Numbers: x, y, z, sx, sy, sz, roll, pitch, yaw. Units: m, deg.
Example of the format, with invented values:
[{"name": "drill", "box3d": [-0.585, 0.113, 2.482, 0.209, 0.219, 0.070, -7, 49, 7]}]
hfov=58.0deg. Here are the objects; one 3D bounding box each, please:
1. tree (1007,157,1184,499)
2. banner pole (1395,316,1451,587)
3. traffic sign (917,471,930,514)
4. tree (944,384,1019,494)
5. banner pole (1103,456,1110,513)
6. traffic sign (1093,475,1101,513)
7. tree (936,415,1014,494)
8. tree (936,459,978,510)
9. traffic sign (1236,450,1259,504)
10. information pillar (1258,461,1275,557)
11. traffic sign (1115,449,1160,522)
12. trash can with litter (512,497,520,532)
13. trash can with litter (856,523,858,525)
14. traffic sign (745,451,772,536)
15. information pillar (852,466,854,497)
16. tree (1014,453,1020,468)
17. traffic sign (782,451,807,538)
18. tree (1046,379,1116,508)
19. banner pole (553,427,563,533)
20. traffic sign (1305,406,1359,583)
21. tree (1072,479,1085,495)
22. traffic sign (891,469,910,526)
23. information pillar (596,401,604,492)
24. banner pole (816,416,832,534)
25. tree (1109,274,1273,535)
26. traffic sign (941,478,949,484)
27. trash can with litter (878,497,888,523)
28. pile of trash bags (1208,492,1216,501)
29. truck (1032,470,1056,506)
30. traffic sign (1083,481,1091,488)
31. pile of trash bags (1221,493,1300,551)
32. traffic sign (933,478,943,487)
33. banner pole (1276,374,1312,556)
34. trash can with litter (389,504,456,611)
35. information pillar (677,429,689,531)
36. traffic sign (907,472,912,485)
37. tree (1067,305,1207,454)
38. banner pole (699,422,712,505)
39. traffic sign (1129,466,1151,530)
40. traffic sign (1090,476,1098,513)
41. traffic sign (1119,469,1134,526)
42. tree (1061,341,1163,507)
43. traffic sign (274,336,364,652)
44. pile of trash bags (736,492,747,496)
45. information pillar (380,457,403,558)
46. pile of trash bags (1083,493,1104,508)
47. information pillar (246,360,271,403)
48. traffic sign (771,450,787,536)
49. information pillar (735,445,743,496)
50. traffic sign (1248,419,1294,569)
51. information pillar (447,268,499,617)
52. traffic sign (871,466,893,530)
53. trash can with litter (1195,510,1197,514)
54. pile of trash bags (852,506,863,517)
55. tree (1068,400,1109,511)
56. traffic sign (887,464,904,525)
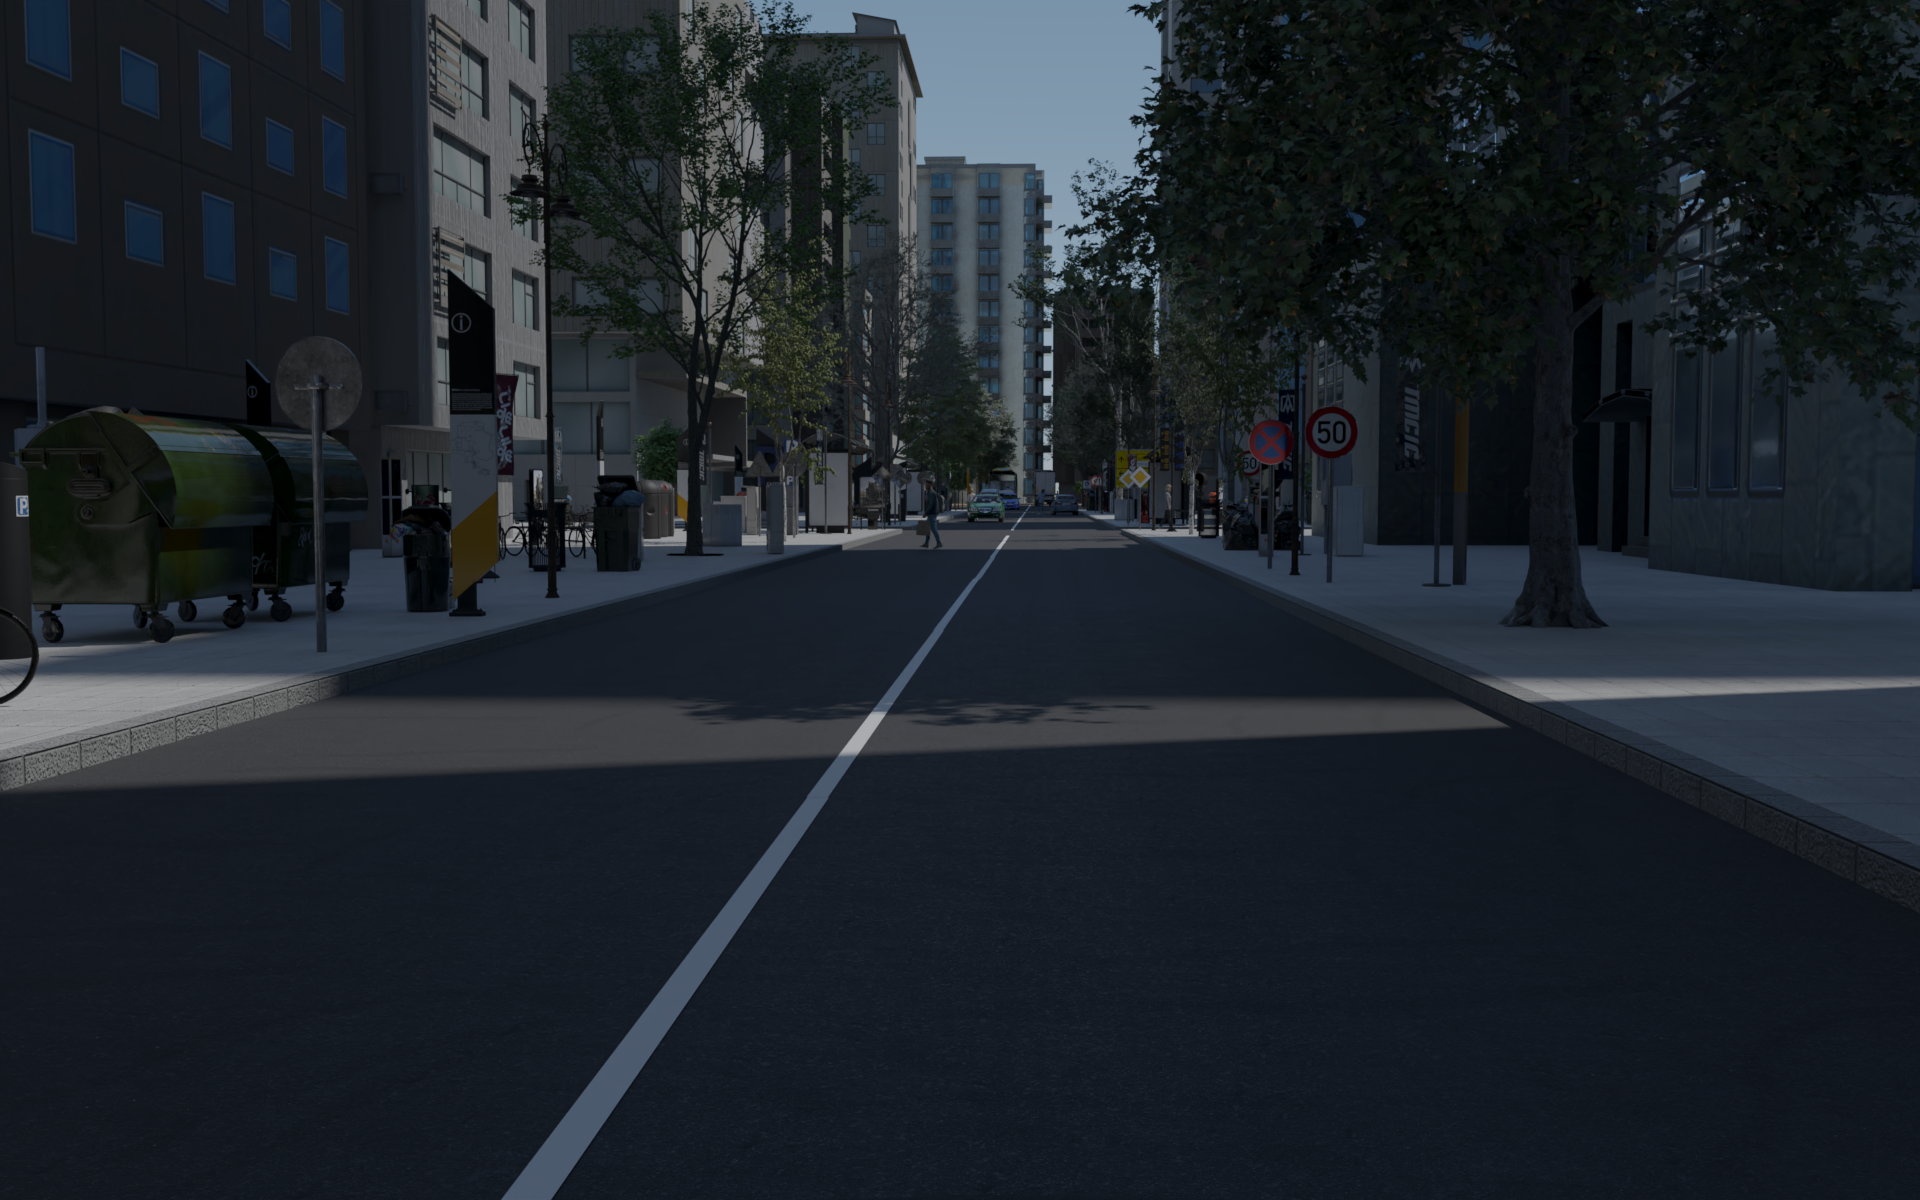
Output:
[{"name": "tree", "box3d": [8.049, -14.963, 100.542, 12.611, 20.169, 13.585, 0, 3, 0]}, {"name": "banner pole", "box3d": [6.444, -2.087, 24.134, 0.863, 3.779, 0.401, 2, 4, 35]}, {"name": "traffic sign", "box3d": [-2.044, -5.922, 96.934, 0.768, 2.556, 0.104, 0, 4, 7]}, {"name": "tree", "box3d": [2.295, -17.512, 192.974, 9.857, 13.997, 8.962, 0, 3, 0]}, {"name": "banner pole", "box3d": [9.691, -7.613, 114.494, 0.863, 3.779, 0.401, -2, 4, -35]}, {"name": "traffic sign", "box3d": [9.303, -7.061, 115.456, 0.884, 2.594, 0.081, 1, 4, 12]}, {"name": "tree", "box3d": [0.728, -14.906, 178.118, 7.601, 10.594, 8.767, 1, 4, 12]}, {"name": "tree", "box3d": [-0.084, -10.232, 151.009, 4.285, 4.588, 4.351, 0, 3, 0]}, {"name": "traffic sign", "box3d": [8.351, -3.055, 50.052, 0.768, 2.556, 0.104, 0, 4, 8]}, {"name": "information pillar", "box3d": [6.285, -1.897, 35.515, 0.304, 2.012, 0.304, 1, 4, 9]}, {"name": "traffic sign", "box3d": [8.203, -5.196, 78.834, 2.265, 3.308, 0.079, 0, 4, 4]}, {"name": "trash can with litter", "box3d": [-15.845, -2.880, 58.143, 2.233, 1.210, 1.678, 0, 4, 7]}, {"name": "trash can with litter", "box3d": [-5.102, -3.724, 71.951, 1.678, 1.210, 2.233, 0, 4, 7]}, {"name": "traffic sign", "box3d": [-6.067, -3.204, 52.386, 0.884, 2.594, 0.081, 0, 4, 7]}, {"name": "information pillar", "box3d": [-8.364, -8.802, 135.263, 0.504, 3.616, 0.183, -2, 4, -26]}, {"name": "tree", "box3d": [3.387, -17.325, 217.667, 8.767, 10.594, 7.601, 0, 4, 2]}, {"name": "traffic sign", "box3d": [-4.859, -3.093, 50.679, 0.768, 2.556, 0.104, 0, 4, 4]}, {"name": "tree", "box3d": [11.337, -14.077, 155.918, 9.928, 11.665, 9.643, 0, 3, 0]}, {"name": "banner pole", "box3d": [-13.287, -4.095, 56.970, 0.401, 3.779, 0.863, -3, 5, -45]}, {"name": "traffic sign", "box3d": [5.353, -1.524, 25.029, 0.768, 2.556, 0.104, 0, 4, 4]}, {"name": "tree", "box3d": [15.344, -13.875, 221.450, 1.663, 3.219, 1.824, 0, 3, 0]}, {"name": "traffic sign", "box3d": [-2.418, -4.061, 70.032, 0.795, 2.450, 0.064, 0, 4, 3]}, {"name": "information pillar", "box3d": [-8.977, -3.175, 43.258, 0.183, 3.616, 0.504, 0, 3, 0]}, {"name": "banner pole", "box3d": [-4.440, -4.026, 55.839, 0.401, 3.779, 0.863, -2, 4, -32]}, {"name": "tree", "box3d": [7.552, -6.380, 54.668, 4.360, 8.622, 3.978, 0, 3, 0]}, {"name": "traffic sign", "box3d": [-1.244, -8.364, 136.865, 0.768, 2.556, 0.104, 1, 4, 9]}, {"name": "trash can with litter", "box3d": [-3.587, -4.033, 77.333, 1.055, 1.170, 0.624, 0, 4, 3]}, {"name": "pile of trash bags", "box3d": [15.599, -5.439, 98.672, 3.447, 1.369, 1.912, -2, 4, -29]}, {"name": "truck", "box3d": [10.200, -13.473, 209.191, 2.839, 4.237, 11.283, 0, 4, 2]}, {"name": "traffic sign", "box3d": [9.633, -7.906, 131.393, 0.606, 2.300, 0.079, 0, 4, 7]}, {"name": "pile of trash bags", "box3d": [7.139, -1.902, 40.850, 1.912, 1.369, 3.447, 1, 4, 11]}, {"name": "traffic sign", "box3d": [-1.687, -7.857, 128.466, 0.884, 2.594, 0.081, 1, 4, 11]}, {"name": "banner pole", "box3d": [7.009, -2.835, 36.372, 0.401, 3.779, 0.863, -3, 5, -45]}, {"name": "trash can with litter", "box3d": [-5.904, -0.475, 19.147, 0.624, 1.170, 1.055, -1, 4, -8]}, {"name": "information pillar", "box3d": [-9.475, -4.176, 59.639, 0.504, 3.616, 0.183, 0, 4, 1]}, {"name": "traffic sign", "box3d": [-3.037, -5.881, 96.262, 0.768, 2.556, 0.104, 0, 4, 4]}, {"name": "tree", "box3d": [8.755, -9.278, 86.100, 7.601, 10.594, 8.767, -2, 4, -25]}, {"name": "banner pole", "box3d": [-8.905, -4.313, 60.533, 0.863, 3.779, 0.401, 2, 4, 33]}, {"name": "traffic sign", "box3d": [6.404, -3.546, 61.620, 0.795, 2.450, 0.064, 0, 4, 3]}, {"name": "traffic sign", "box3d": [9.321, -7.272, 119.007, 0.768, 2.556, 0.104, 0, 4, 4]}, {"name": "traffic sign", "box3d": [6.766, -4.034, 69.597, 0.795, 2.450, 0.064, 0, 4, 3]}, {"name": "tree", "box3d": [11.229, -13.819, 136.303, 12.009, 13.543, 11.850, 0, 3, 0]}, {"name": "traffic sign", "box3d": [-5.188, -0.850, 14.004, 0.768, 2.556, 0.104, 0, 4, 8]}, {"name": "pile of trash bags", "box3d": [-8.578, -3.964, 74.556, 1.912, 1.369, 3.447, -3, 5, -43]}, {"name": "information pillar", "box3d": [-11.455, -1.861, 34.919, 0.304, 2.012, 0.304, 2, 4, 33]}, {"name": "pile of trash bags", "box3d": [11.091, -8.012, 140.753, 1.912, 1.369, 3.447, -2, 4, -31]}, {"name": "information pillar", "box3d": [-12.212, -2.376, 30.199, 0.504, 3.616, 0.183, 1, 4, 22]}, {"name": "traffic sign", "box3d": [-5.189, -3.150, 51.506, 0.884, 2.594, 0.081, 1, 4, 12]}, {"name": "information pillar", "box3d": [-10.610, -5.606, 83.006, 0.183, 3.616, 0.504, 3, 4, 37]}, {"name": "traffic sign", "box3d": [5.326, -1.810, 29.699, 0.768, 2.556, 0.104, 1, 4, 9]}, {"name": "information pillar", "box3d": [-5.097, -1.636, 18.105, 0.504, 3.616, 0.183, 0, 4, -1]}, {"name": "traffic sign", "box3d": [-2.780, -3.573, 62.055, 0.795, 2.450, 0.064, 0, 4, 3]}, {"name": "trash can with litter", "box3d": [14.738, -6.269, 113.563, 2.233, 1.210, 1.678, 0, 4, 4]}, {"name": "pile of trash bags", "box3d": [-6.414, -5.270, 95.910, 3.447, 1.369, 1.912, 1, 4, 18]}, {"name": "tree", "box3d": [10.168, -10.905, 128.657, 4.360, 8.622, 3.978, 0, 3, 0]}, {"name": "traffic sign", "box3d": [-2.729, -4.441, 72.721, 0.768, 2.556, 0.104, 0, 4, 4]}]
